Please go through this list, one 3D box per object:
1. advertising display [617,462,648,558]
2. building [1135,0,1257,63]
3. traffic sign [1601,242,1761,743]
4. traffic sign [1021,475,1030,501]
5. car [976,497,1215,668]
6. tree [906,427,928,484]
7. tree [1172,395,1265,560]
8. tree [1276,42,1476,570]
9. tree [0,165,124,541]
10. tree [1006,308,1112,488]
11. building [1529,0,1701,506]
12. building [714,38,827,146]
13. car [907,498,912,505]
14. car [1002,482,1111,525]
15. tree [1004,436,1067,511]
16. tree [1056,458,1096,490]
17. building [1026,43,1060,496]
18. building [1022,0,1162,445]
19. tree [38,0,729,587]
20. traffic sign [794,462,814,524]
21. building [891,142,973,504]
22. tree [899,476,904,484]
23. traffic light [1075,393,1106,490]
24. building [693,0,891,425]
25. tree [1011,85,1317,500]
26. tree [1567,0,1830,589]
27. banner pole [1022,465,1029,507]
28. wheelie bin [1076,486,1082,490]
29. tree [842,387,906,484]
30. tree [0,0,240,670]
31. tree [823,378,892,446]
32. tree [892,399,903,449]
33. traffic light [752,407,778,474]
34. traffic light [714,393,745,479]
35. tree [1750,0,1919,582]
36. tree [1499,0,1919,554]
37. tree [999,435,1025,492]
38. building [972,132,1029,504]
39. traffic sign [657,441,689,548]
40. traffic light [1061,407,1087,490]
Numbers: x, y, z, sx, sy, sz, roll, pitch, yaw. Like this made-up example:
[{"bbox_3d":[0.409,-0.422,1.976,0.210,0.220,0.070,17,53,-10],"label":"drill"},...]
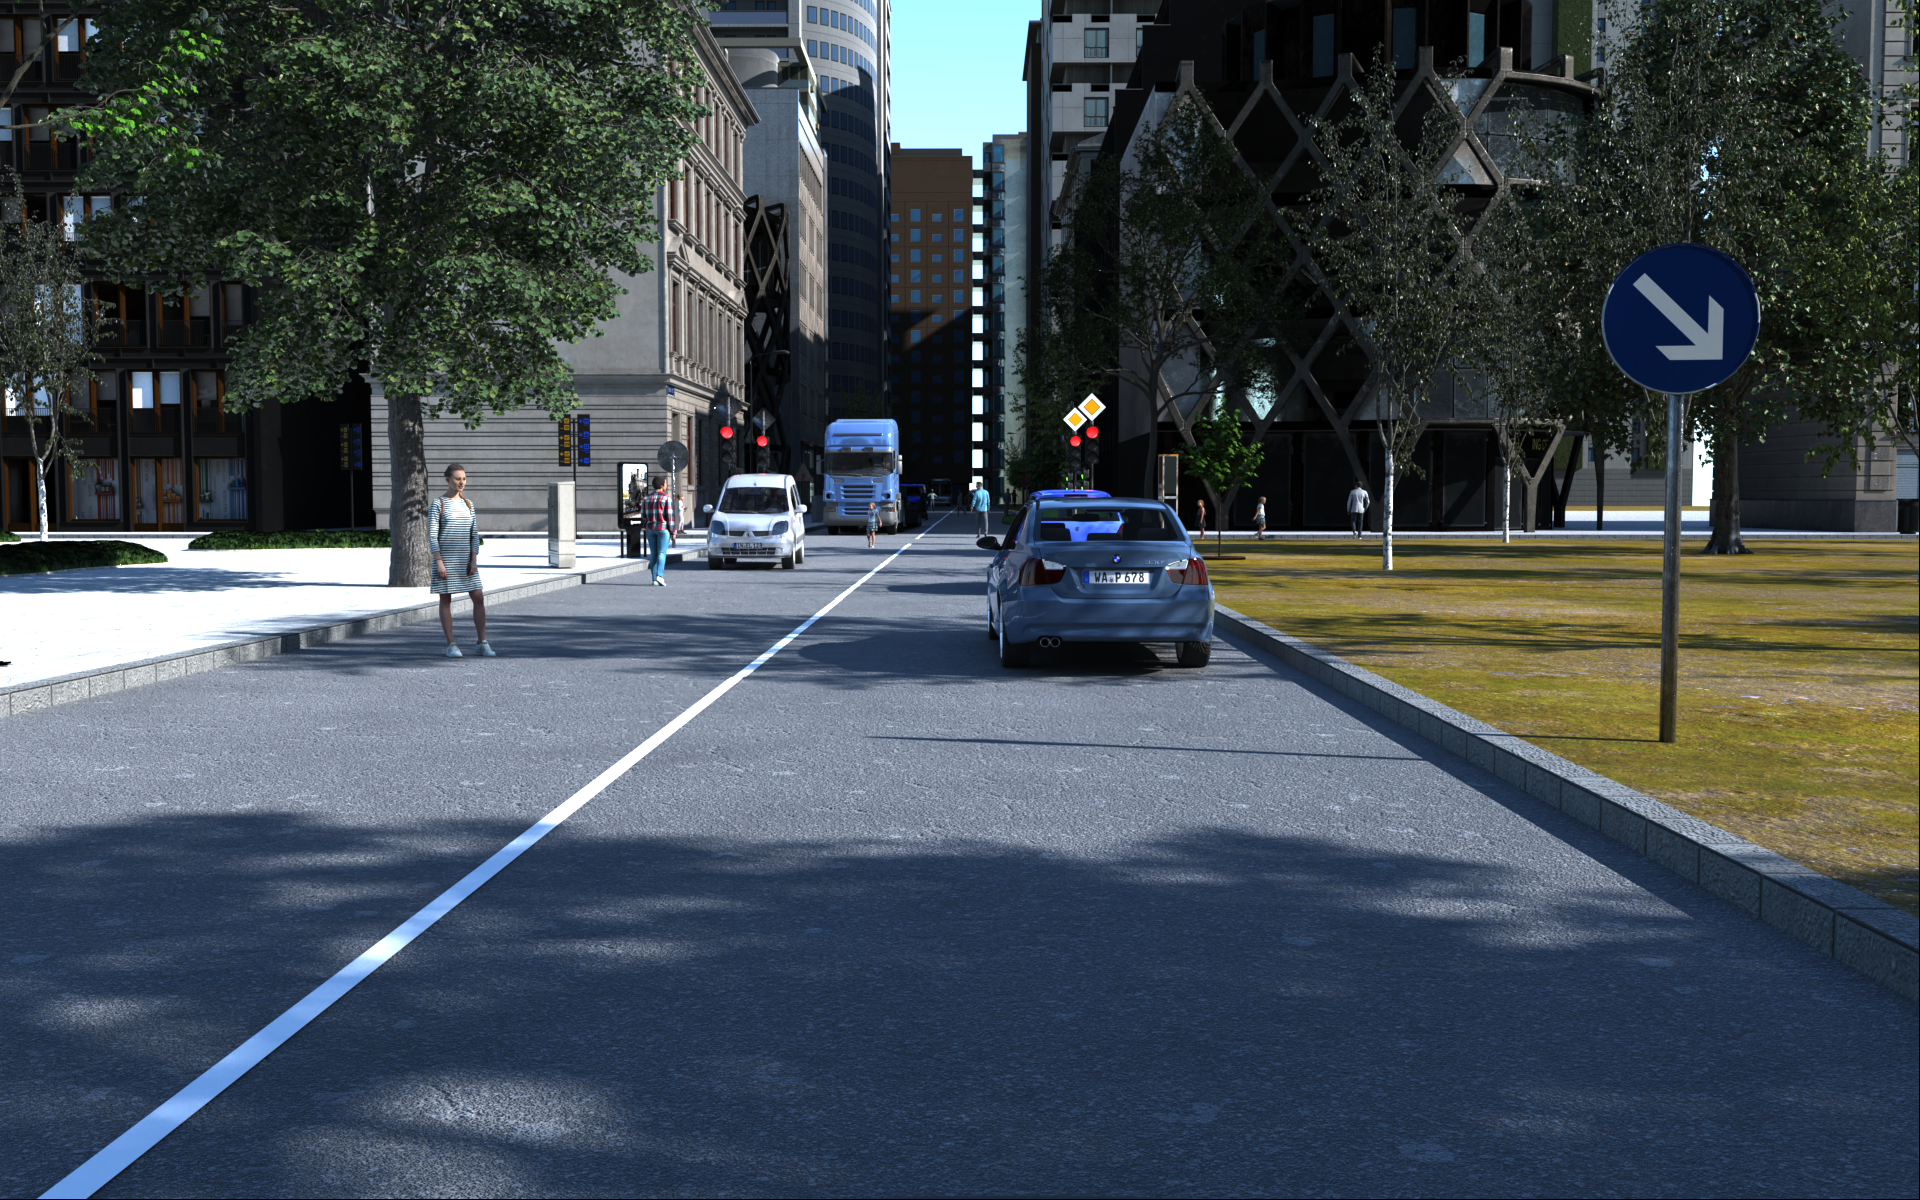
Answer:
[{"bbox_3d":[-6.585,-1.815,34.896,0.123,1.923,0.974,1,4,22],"label":"advertising display"},{"bbox_3d":[12.856,-15.446,82.225,12.332,23.373,15.834,0,4,0],"label":"building"},{"bbox_3d":[3.663,-0.537,8.890,0.768,2.556,0.104,1,4,9],"label":"traffic sign"},{"bbox_3d":[4.499,-7.120,116.525,0.768,2.556,0.104,0,4,5],"label":"traffic sign"},{"bbox_3d":[1.168,-0.220,15.605,2.014,1.417,4.499,0,4,-1],"label":"car"},{"bbox_3d":[-5.583,-14.181,182.218,4.360,8.622,3.978,0,3,0],"label":"tree"},{"bbox_3d":[5.218,-2.405,33.927,1.663,3.219,1.824,0,3,0],"label":"tree"},{"bbox_3d":[7.508,-4.820,29.175,4.360,8.622,3.978,0,3,0],"label":"tree"},{"bbox_3d":[-20.512,-5.377,38.280,4.360,8.622,3.978,0,3,0],"label":"tree"},{"bbox_3d":[4.008,-7.162,67.462,4.737,8.622,4.395,0,3,0],"label":"tree"},{"bbox_3d":[64.855,-39.841,193.398,28.212,58.520,21.231,0,4,0],"label":"building"},{"bbox_3d":[-24.234,-27.597,143.094,32.217,40.220,23.993,0,4,0],"label":"building"},{"bbox_3d":[-3.552,-5.158,93.133,1.959,1.807,4.718,0,4,1],"label":"car"},{"bbox_3d":[1.615,-1.005,26.016,1.945,1.707,3.694,0,4,-1],"label":"car"},{"bbox_3d":[4.783,-6.865,95.955,4.285,4.588,4.351,0,3,0],"label":"tree"},{"bbox_3d":[5.127,-5.160,78.959,1.663,3.219,1.824,0,3,0],"label":"tree"},{"bbox_3d":[13.613,-31.787,169.826,14.600,45.320,14.200,0,4,0],"label":"building"},{"bbox_3d":[21.547,-36.793,190.802,28.713,52.752,27.495,0,4,0],"label":"building"},{"bbox_3d":[-7.577,-7.152,23.584,9.857,13.997,8.962,0,3,0],"label":"tree"},{"bbox_3d":[-6.404,-4.327,70.748,0.884,2.594,0.081,1,4,9],"label":"traffic sign"},{"bbox_3d":[-5.478,-35.081,223.680,14.200,45.320,14.600,0,4,0],"label":"building"},{"bbox_3d":[-5.986,-10.713,169.762,1.663,3.219,1.824,0,3,0],"label":"tree"},{"bbox_3d":[3.638,-3.623,48.159,0.839,4.253,0.868,0,4,0],"label":"traffic light"},{"bbox_3d":[-21.931,-39.877,193.993,28.212,58.520,21.231,0,4,0],"label":"building"},{"bbox_3d":[4.576,-6.420,39.372,7.601,10.594,8.767,1,4,11],"label":"tree"},{"bbox_3d":[9.364,-4.458,23.250,4.360,8.622,3.978,0,3,0],"label":"tree"},{"bbox_3d":[4.641,-8.152,123.309,0.863,3.779,0.401,-3,5,-40],"label":"banner pole"},{"bbox_3d":[4.037,-3.171,59.749,0.693,1.594,0.980,-2,4,-24],"label":"wheelie bin"},{"bbox_3d":[-6.249,-10.203,117.184,4.360,8.622,3.978,0,3,0],"label":"tree"},{"bbox_3d":[-7.753,-5.291,12.256,9.928,11.665,9.643,0,3,0],"label":"tree"},{"bbox_3d":[-6.807,-9.776,110.197,4.737,8.622,4.395,0,3,0],"label":"tree"},{"bbox_3d":[-6.219,-10.648,124.452,4.737,8.622,4.395,0,3,0],"label":"tree"},{"bbox_3d":[-6.357,-4.116,56.211,0.839,4.253,0.868,0,4,0],"label":"traffic light"},{"bbox_3d":[-6.423,-3.627,48.226,0.839,4.253,0.868,0,4,0],"label":"traffic light"},{"bbox_3d":[13.978,-4.572,25.114,4.737,8.622,4.395,0,3,0],"label":"tree"},{"bbox_3d":[16.496,-7.345,37.093,9.611,12.733,9.660,0,3,0],"label":"tree"},{"bbox_3d":[6.831,-15.803,208.746,4.360,8.622,3.978,0,3,0],"label":"tree"},{"bbox_3d":[16.891,-37.235,228.407,30.456,49.044,23.786,0,4,0],"label":"building"},{"bbox_3d":[-6.825,-2.514,41.216,0.768,2.556,0.104,0,4,3],"label":"traffic sign"},{"bbox_3d":[3.704,-4.112,56.144,0.839,4.253,0.868,0,4,0],"label":"traffic light"}]
